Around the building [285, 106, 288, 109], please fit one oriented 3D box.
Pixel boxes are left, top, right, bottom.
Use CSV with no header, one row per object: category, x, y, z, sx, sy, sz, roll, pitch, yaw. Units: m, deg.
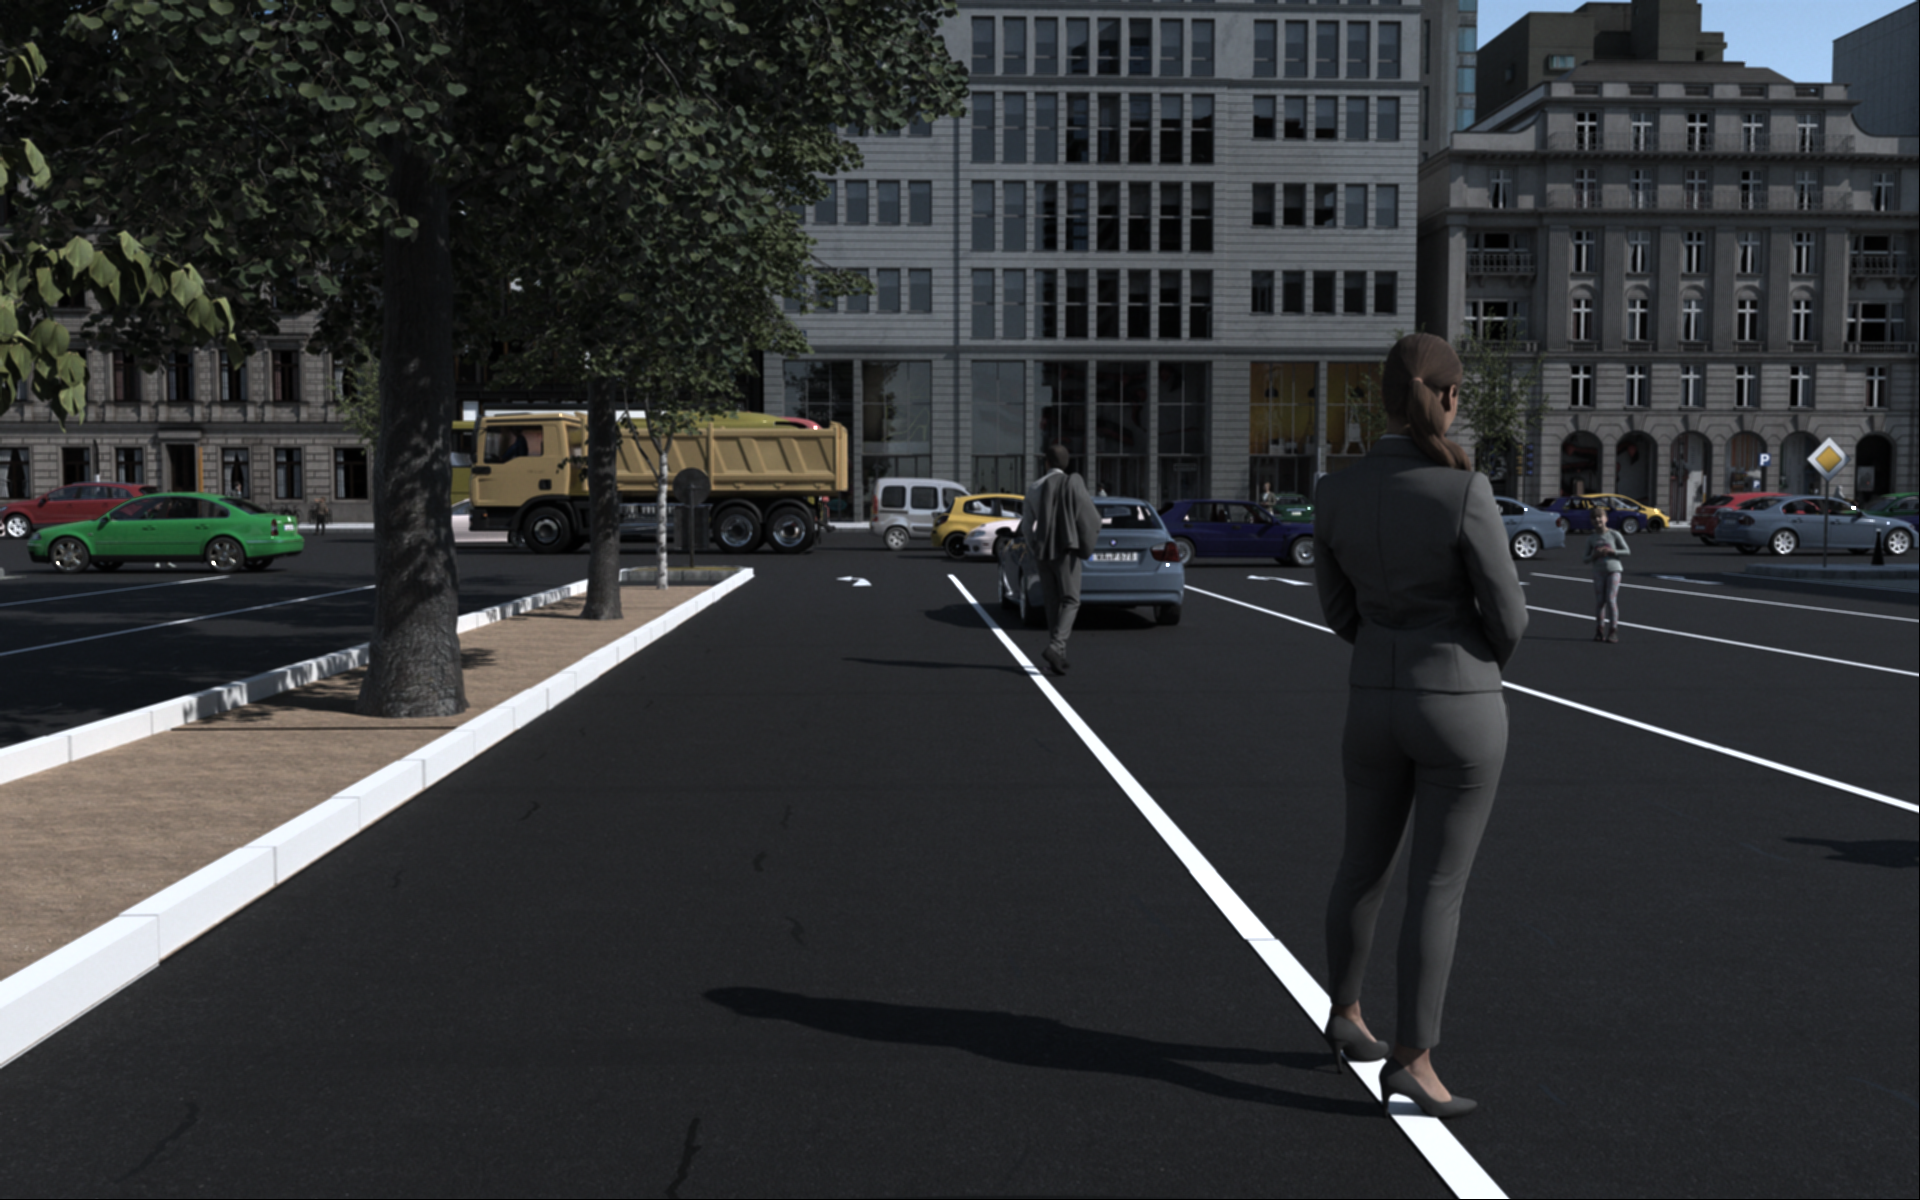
building,-42.341,-22.083,132.752,14.160,30.474,14.107,0,4,-3

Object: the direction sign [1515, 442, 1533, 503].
direction sign,24.701,-5.131,75.881,0.876,3.537,0.379,-1,4,-17

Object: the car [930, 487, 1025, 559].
car,1.320,-1.756,38.942,3.980,1.641,2.015,0,4,-1

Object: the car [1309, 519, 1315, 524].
car,11.066,-1.985,45.041,3.894,1.354,1.945,0,4,-1

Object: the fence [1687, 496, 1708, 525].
fence,31.223,-3.687,71.484,0.480,1.192,2.264,-3,4,-36

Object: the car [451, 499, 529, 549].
car,-12.817,-2.067,46.163,4.827,1.381,2.083,0,4,-1

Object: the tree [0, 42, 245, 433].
tree,-3.284,-3.118,3.801,4.737,8.622,4.395,0,3,0

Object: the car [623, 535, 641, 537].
car,-12.494,-2.852,58.436,4.920,1.459,2.131,0,4,-2

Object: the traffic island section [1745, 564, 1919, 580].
traffic island section,15.131,-0.489,30.282,2.009,0.180,2.903,0,4,-3

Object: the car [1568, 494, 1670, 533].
car,24.344,-3.317,64.454,3.980,1.641,2.015,0,4,-4

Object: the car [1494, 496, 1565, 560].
car,11.000,-1.610,38.328,4.499,1.417,2.014,0,4,-1

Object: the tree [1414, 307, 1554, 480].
tree,21.257,-7.264,69.135,4.737,8.622,4.395,0,3,0

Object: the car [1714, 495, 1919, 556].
car,20.232,-1.767,40.892,4.499,1.417,2.014,0,4,-4

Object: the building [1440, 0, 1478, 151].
building,34.277,-33.258,163.370,23.786,49.044,30.456,0,4,-3

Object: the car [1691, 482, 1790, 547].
car,22.620,-2.378,47.924,4.494,1.783,2.155,0,4,-4

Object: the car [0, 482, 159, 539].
car,-28.291,-2.890,55.923,5.304,1.827,2.281,0,4,-2

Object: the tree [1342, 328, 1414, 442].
tree,18.864,-7.580,74.295,4.737,8.622,4.395,0,3,0

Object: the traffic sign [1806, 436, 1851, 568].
traffic sign,15.108,-1.625,30.204,0.795,2.450,0.064,0,4,-3

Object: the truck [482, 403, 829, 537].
truck,-9.126,-4.031,54.812,11.283,4.237,2.839,0,4,-3

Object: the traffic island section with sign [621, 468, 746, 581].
traffic island section with sign,-4.662,-1.314,29.627,2.006,1.907,1.989,0,4,-3

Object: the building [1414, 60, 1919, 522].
building,33.565,-14.906,85.515,24.055,21.916,13.314,0,4,-3

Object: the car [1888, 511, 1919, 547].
car,26.389,-2.037,45.884,3.894,1.354,1.945,0,4,-2

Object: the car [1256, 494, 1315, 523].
car,10.890,-2.873,58.779,2.131,1.459,4.920,0,4,-2

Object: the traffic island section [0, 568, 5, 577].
traffic island section,-17.377,-0.400,28.818,2.009,0.180,2.903,0,4,-3

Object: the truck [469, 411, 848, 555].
truck,-7.675,-2.821,42.051,9.791,3.379,3.469,0,4,-1

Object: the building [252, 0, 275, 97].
building,-52.447,-51.989,162.694,31.000,86.520,22.319,0,4,-3

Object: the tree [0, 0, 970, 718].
tree,-3.597,-6.233,11.014,9.857,13.997,8.962,0,3,0

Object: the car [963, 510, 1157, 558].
car,2.483,-1.498,36.859,4.827,1.381,2.083,0,4,-2

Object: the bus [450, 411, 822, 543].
bus,-10.014,-3.682,51.747,12.252,3.916,2.896,0,4,-3

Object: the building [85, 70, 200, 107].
building,-75.495,-29.609,167.698,14.086,41.232,14.154,0,4,-3

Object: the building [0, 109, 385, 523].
building,-34.615,-13.217,80.725,19.286,19.102,10.561,0,4,-3

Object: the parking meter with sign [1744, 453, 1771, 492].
parking meter with sign,34.284,-4.811,74.920,0.543,3.016,1.738,0,4,-6

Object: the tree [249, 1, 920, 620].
tree,-4.192,-6.068,19.794,7.486,12.596,7.792,0,3,0

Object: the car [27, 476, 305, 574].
car,-14.624,-1.412,31.889,4.718,1.807,1.959,0,4,-3

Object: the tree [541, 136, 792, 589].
tree,-4.488,-4.471,25.918,4.360,8.622,3.978,0,3,0

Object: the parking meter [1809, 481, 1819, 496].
parking meter,39.184,-4.512,79.490,0.399,1.863,0.255,-1,4,-19

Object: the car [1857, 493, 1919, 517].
car,27.210,-2.526,50.093,4.718,1.807,1.959,0,4,-2

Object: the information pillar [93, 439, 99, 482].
information pillar,-36.690,-5.031,73.617,0.183,3.616,0.504,-3,5,-40

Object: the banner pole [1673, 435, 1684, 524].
banner pole,30.634,-5.116,73.669,0.401,3.779,0.863,1,4,8

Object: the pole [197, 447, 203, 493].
pole,-33.159,-5.002,75.623,0.158,3.312,0.155,0,3,0

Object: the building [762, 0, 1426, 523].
building,5.693,-18.678,82.877,29.804,29.767,11.434,0,4,-3

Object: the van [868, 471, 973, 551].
van,-0.307,-2.297,44.560,4.112,2.044,2.013,0,4,-4

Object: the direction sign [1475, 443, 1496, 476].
direction sign,23.130,-5.158,76.335,0.876,3.537,0.379,2,4,28

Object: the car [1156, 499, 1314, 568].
car,5.509,-1.338,34.455,3.894,1.354,1.945,0,4,-3

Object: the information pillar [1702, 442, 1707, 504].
information pillar,33.099,-5.239,77.010,0.183,3.616,0.504,1,4,18

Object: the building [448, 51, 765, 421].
building,-17.106,-15.440,82.126,15.834,23.373,12.332,0,4,-3

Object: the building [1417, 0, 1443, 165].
building,30.105,-27.986,141.168,14.154,41.232,14.086,0,4,-3

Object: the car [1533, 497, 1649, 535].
car,22.323,-2.999,61.608,3.894,1.354,1.945,0,4,-3

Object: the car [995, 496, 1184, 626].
car,1.455,-0.501,20.186,2.014,1.417,4.499,0,4,-4

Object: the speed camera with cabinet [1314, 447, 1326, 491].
speed camera with cabinet,15.474,-4.794,72.711,0.660,3.252,2.038,-1,4,-9

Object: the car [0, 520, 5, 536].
car,-31.040,-2.391,51.456,4.827,1.381,2.083,0,4,-4

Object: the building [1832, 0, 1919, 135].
building,55.590,-16.344,85.247,19.932,24.808,12.078,0,4,-3

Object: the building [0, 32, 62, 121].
building,-54.807,-18.086,81.617,20.117,28.700,13.634,0,4,-3
